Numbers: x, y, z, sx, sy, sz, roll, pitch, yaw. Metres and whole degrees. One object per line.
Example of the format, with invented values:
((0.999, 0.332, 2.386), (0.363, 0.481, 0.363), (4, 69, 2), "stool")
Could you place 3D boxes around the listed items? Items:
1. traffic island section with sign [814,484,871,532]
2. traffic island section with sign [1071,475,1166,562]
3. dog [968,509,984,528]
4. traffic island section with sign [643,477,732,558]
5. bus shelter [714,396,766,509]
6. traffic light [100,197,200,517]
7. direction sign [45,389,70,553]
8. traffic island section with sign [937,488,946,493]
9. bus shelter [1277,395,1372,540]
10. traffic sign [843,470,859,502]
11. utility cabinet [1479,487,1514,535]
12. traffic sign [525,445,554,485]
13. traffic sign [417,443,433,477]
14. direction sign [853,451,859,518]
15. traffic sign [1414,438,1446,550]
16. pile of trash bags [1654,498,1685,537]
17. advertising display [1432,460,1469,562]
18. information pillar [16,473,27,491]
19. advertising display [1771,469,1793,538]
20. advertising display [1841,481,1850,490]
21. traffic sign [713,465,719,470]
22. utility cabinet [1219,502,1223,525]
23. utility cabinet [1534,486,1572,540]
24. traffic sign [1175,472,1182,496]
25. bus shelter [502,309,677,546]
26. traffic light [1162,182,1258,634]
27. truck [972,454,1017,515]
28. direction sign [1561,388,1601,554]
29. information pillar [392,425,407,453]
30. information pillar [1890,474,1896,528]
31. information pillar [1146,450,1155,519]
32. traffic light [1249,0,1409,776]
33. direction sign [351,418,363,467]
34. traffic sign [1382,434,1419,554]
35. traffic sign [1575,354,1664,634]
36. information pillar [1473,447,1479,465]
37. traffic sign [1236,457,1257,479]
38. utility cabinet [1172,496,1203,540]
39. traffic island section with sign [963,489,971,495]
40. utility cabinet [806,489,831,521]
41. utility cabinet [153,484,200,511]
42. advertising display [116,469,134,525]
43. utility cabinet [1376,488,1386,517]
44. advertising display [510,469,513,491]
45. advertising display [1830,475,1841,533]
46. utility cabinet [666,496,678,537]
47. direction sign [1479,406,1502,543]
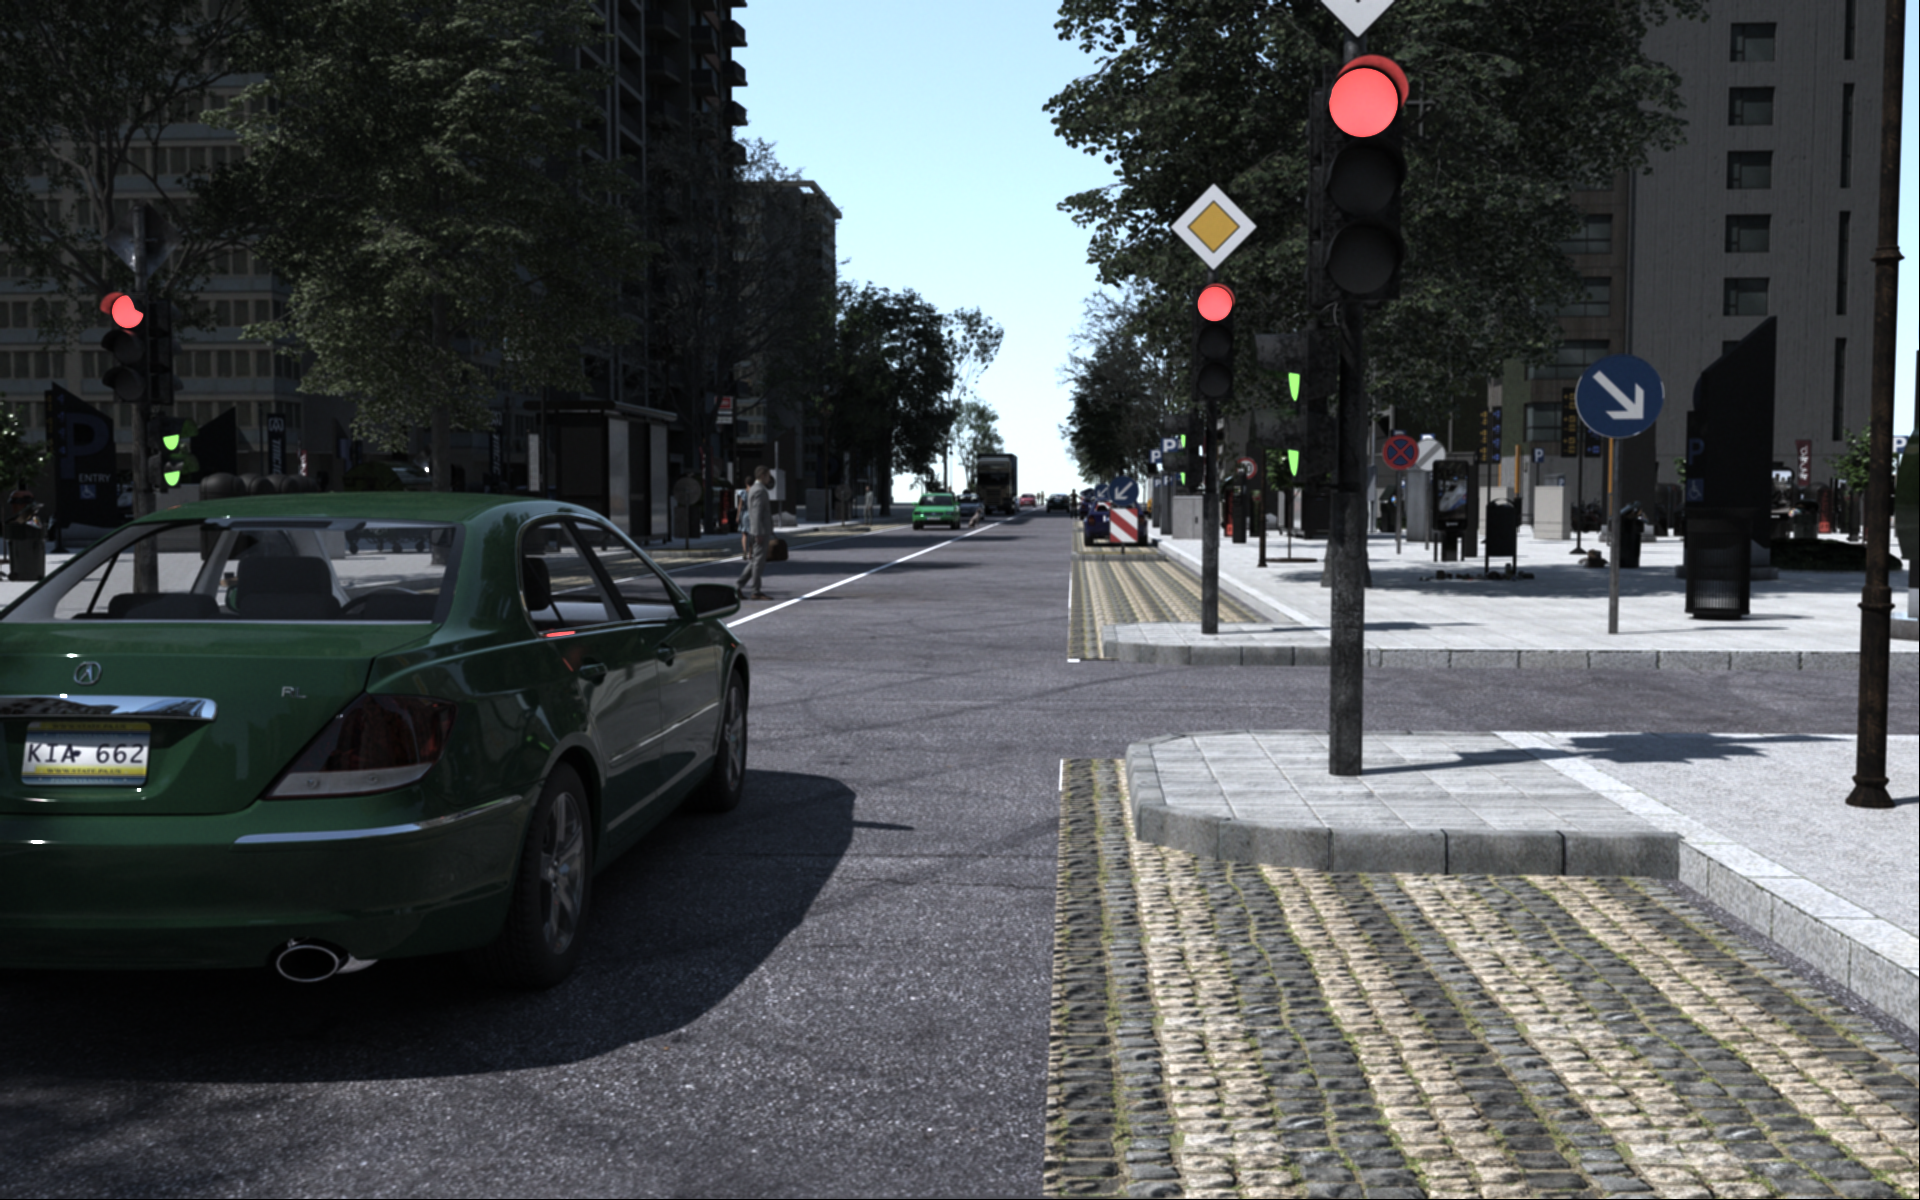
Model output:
((-4.467, -3.529, 66.324), (1.989, 1.847, 2.006), (0, 4, 4), "traffic island section with sign")
((3.407, -1.764, 37.464), (1.989, 1.847, 2.006), (0, 4, 4), "traffic island section with sign")
((0.579, -3.477, 73.679), (0.513, 0.831, 0.800), (-3, 4, -38), "dog")
((-6.257, -1.878, 39.339), (1.989, 1.847, 2.006), (0, 4, 4), "traffic island section with sign")
((-8.786, -5.861, 73.464), (2.179, 5.291, 8.768), (0, 4, 4), "bus shelter")
((-7.715, -1.683, 16.434), (0.839, 4.253, 0.868), (0, 4, 4), "traffic light")
((-19.629, -2.793, 37.665), (0.876, 3.537, 0.379), (3, 4, 37), "direction sign")
((-1.200, -6.556, 115.819), (1.989, 1.847, 2.006), (0, 4, 4), "traffic island section with sign")
((10.715, -4.586, 52.612), (2.179, 5.291, 8.768), (0, 4, 4), "bus shelter")
((-5.799, -5.637, 92.172), (0.884, 2.594, 0.081), (0, 4, 7), "traffic sign")
((16.416, -2.710, 52.984), (0.318, 1.500, 1.173), (-2, 4, -26), "utility cabinet")
((-10.838, -2.722, 44.615), (0.768, 2.556, 0.104), (0, 4, 5), "traffic sign")
((-11.952, -2.315, 39.034), (0.795, 2.450, 0.064), (1, 4, 9), "traffic sign")
((-5.479, -6.063, 91.125), (0.379, 3.537, 0.876), (1, 4, 14), "direction sign")
((10.705, -2.417, 39.618), (0.768, 2.556, 0.104), (1, 4, 9), "traffic sign")
((22.169, -2.598, 52.236), (3.447, 1.369, 1.912), (2, 4, 28), "pile of trash bags")
((9.338, -1.699, 32.995), (0.974, 1.923, 0.123), (-3, 4, -38), "advertising display")
((-32.078, -3.348, 59.239), (0.304, 2.012, 0.304), (-3, 4, -36), "information pillar")
((20.607, -2.372, 43.998), (0.974, 1.923, 0.123), (1, 4, 12), "advertising display")
((32.437, -3.573, 63.626), (0.974, 1.923, 0.123), (0, 4, -5), "advertising display")
((-10.753, -4.574, 74.894), (0.768, 2.556, 0.104), (0, 4, 5), "traffic sign")
((10.800, -3.752, 70.024), (1.173, 1.500, 0.318), (3, 4, 37), "utility cabinet")
((16.586, -2.433, 48.460), (0.318, 1.500, 1.173), (-1, 4, -21), "utility cabinet")
((7.743, -3.793, 62.116), (0.768, 2.556, 0.104), (1, 4, 13), "traffic sign")
((-8.635, -3.825, 40.165), (2.179, 5.291, 8.768), (0, 4, 4), "bus shelter")
((2.275, -1.643, 15.792), (0.839, 4.253, 0.868), (0, 4, 4), "traffic light")
((2.593, -8.140, 121.995), (2.839, 4.237, 11.283), (0, 4, 4), "truck")
((13.235, -2.749, 36.950), (0.876, 3.537, 0.379), (0, 4, -6), "direction sign")
((-18.108, -3.959, 56.085), (0.504, 3.616, 0.183), (-1, 4, -14), "information pillar")
((34.895, -3.690, 64.818), (0.304, 2.012, 0.304), (3, 5, 44), "information pillar")
((10.004, -6.057, 90.394), (0.504, 3.616, 0.183), (1, 4, 10), "information pillar")
((1.748, -1.156, 7.824), (0.839, 4.253, 0.868), (0, 4, 4), "traffic light")
((-17.961, -3.647, 51.631), (0.379, 3.537, 0.876), (-3, 4, -37), "direction sign")
((9.372, -2.251, 36.916), (0.768, 2.556, 0.104), (1, 4, 9), "traffic sign")
((5.998, -0.961, 15.826), (0.768, 2.556, 0.104), (1, 4, 13), "traffic sign")
((25.500, -5.765, 85.609), (0.183, 3.616, 0.504), (0, 4, -7), "information pillar")
((9.870, -3.656, 59.884), (0.768, 2.556, 0.104), (0, 4, 8), "traffic sign")
((6.534, -2.315, 49.009), (1.020, 1.237, 0.306), (1, 4, 21), "utility cabinet")
((0.597, -8.204, 142.761), (1.989, 1.847, 2.006), (0, 4, 4), "traffic island section with sign")
((-6.647, -4.444, 81.341), (1.173, 1.500, 0.318), (0, 4, 6), "utility cabinet")
((-17.081, -1.792, 37.984), (1.173, 1.500, 0.318), (-2, 4, -28), "utility cabinet")
((-21.710, -2.452, 45.309), (0.123, 1.923, 0.974), (2, 4, 32), "advertising display")
((16.645, -3.612, 67.742), (1.173, 1.500, 0.318), (0, 4, 2), "utility cabinet")
((-11.739, -2.451, 45.286), (0.123, 1.923, 0.974), (-1, 4, -15), "advertising display")
((29.065, -3.200, 57.535), (0.123, 1.923, 0.974), (2, 4, 24), "advertising display")
((-8.975, -2.517, 52.318), (0.306, 1.237, 1.020), (2, 4, 35), "utility cabinet")
((13.741, -3.239, 44.959), (0.379, 3.537, 0.876), (-1, 4, -19), "direction sign")
